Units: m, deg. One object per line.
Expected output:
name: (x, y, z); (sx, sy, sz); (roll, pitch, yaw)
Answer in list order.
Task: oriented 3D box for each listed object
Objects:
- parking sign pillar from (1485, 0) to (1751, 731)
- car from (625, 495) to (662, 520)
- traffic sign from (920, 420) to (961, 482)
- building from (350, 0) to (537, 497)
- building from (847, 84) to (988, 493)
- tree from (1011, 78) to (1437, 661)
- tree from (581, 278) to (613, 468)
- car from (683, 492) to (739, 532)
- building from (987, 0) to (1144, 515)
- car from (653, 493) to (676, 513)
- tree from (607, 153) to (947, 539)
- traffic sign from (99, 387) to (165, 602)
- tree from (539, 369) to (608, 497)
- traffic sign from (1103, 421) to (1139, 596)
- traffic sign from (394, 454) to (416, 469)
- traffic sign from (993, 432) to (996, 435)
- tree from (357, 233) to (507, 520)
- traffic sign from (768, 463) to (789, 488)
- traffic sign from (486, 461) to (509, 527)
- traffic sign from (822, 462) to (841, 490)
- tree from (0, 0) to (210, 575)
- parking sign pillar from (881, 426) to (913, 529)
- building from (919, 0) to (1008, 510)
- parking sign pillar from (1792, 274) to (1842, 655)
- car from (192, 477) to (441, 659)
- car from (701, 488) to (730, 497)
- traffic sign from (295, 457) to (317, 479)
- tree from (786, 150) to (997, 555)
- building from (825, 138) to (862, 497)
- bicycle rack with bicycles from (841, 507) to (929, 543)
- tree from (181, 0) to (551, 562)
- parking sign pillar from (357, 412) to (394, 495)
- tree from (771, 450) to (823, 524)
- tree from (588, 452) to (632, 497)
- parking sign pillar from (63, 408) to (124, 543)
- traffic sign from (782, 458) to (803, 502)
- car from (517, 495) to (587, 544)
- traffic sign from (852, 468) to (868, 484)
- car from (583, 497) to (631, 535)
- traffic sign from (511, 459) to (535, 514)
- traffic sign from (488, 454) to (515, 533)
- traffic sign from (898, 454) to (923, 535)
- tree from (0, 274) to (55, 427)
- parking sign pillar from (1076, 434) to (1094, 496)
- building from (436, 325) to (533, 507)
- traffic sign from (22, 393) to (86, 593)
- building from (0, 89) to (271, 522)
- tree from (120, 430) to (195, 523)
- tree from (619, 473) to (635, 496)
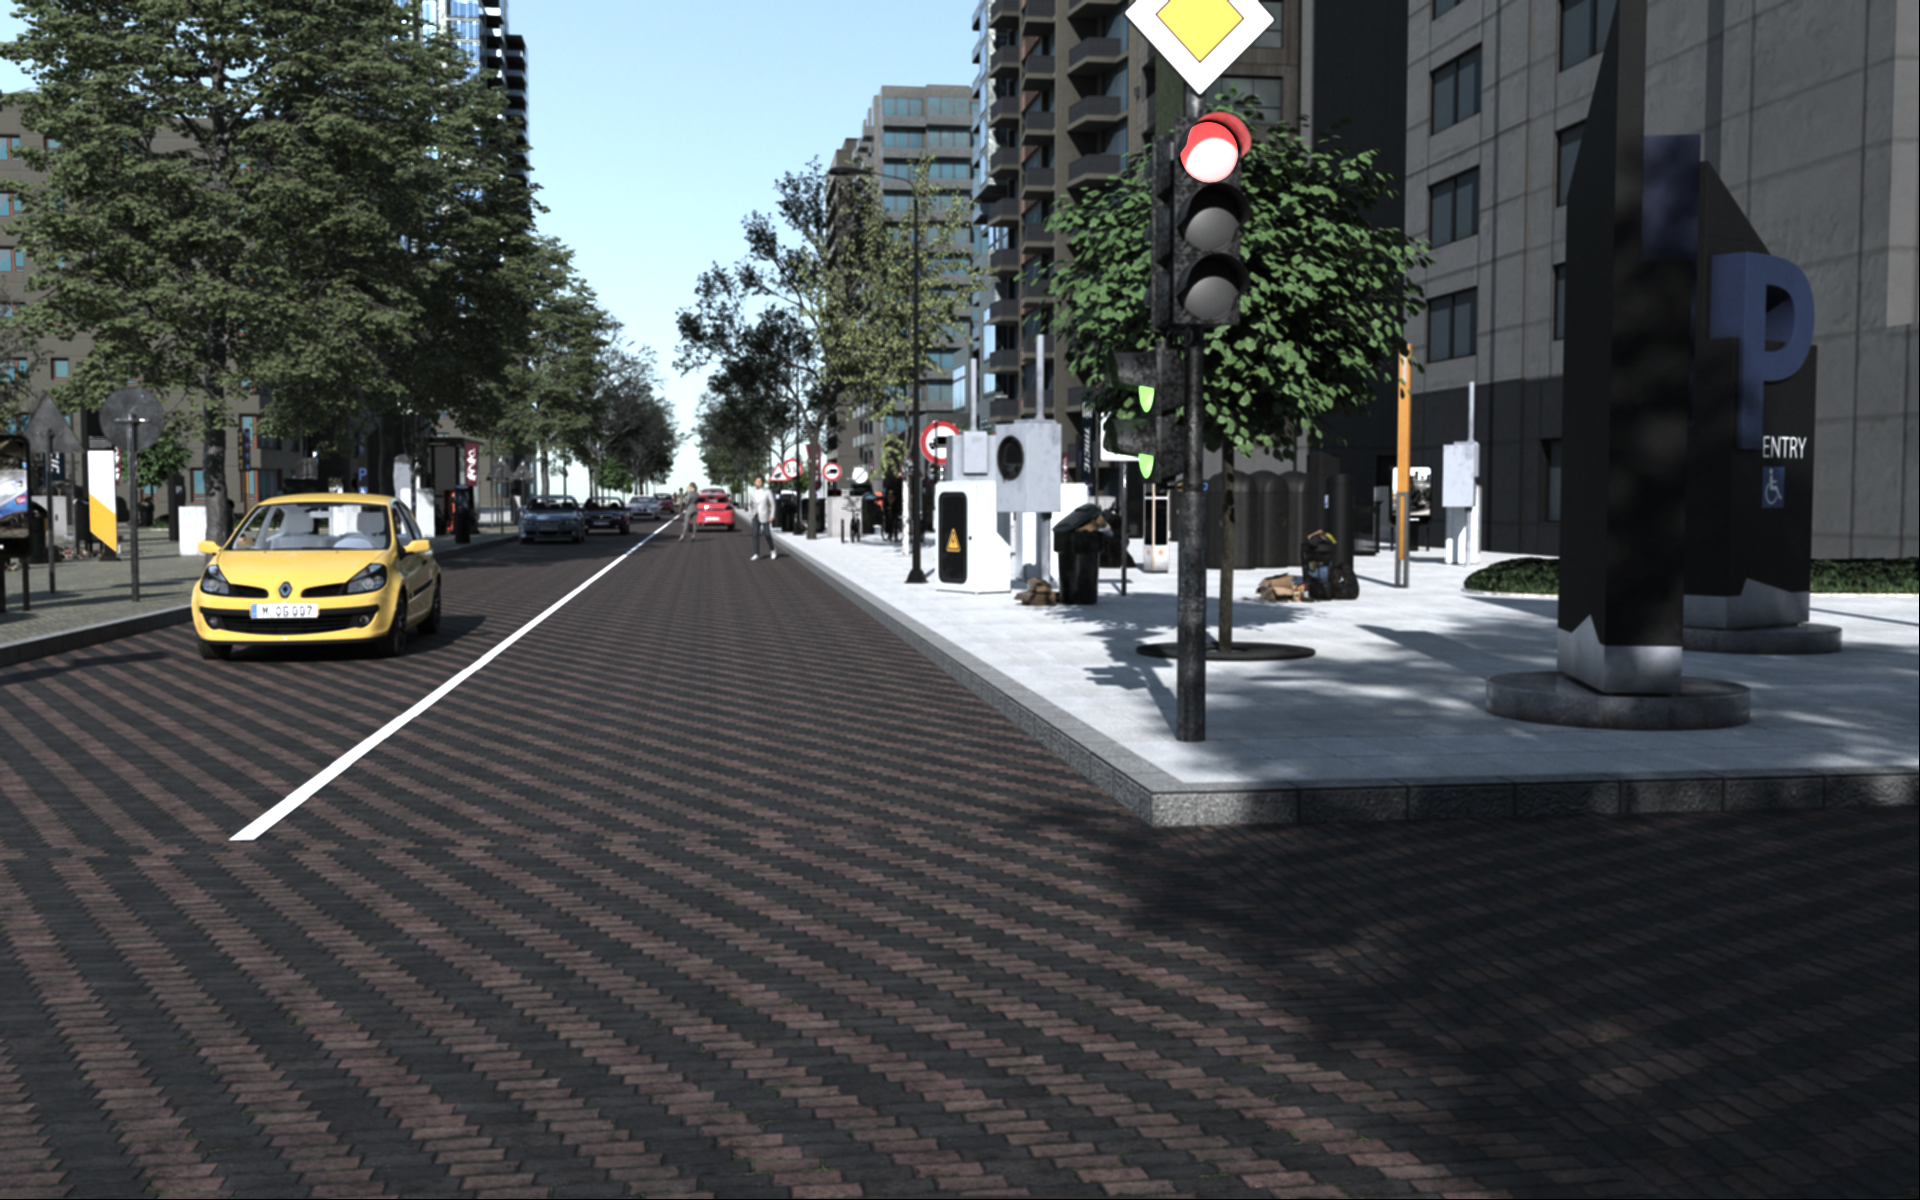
parking sign pillar: (3.818, -1.316, 9.983); (1.447, 3.967, 1.447); (1, 4, 8)
car: (-18.000, -5.270, 98.520); (2.083, 1.381, 4.827); (-1, 4, -9)
traffic sign: (-0.316, -1.824, 29.934); (0.768, 2.556, 0.104); (0, 4, -4)
building: (-64.784, -55.368, 217.942); (22.319, 86.520, 31.000); (-1, 4, -8)
building: (-1.091, -35.924, 206.961); (23.786, 49.044, 30.456); (-1, 4, -8)
tree: (2.058, -1.844, 13.868); (4.285, 4.588, 4.351); (0, 3, 0)
tree: (-18.662, -9.664, 76.136); (7.486, 12.596, 7.792); (0, 3, 0)
car: (-9.625, -3.544, 66.980); (2.155, 1.783, 4.494); (-1, 4, -9)
building: (13.461, -27.385, 102.366); (22.147, 44.769, 28.867); (-1, 4, -8)
car: (-22.338, -7.384, 129.770); (2.155, 1.783, 4.494); (0, 4, -7)
tree: (-4.289, -6.978, 48.496); (8.767, 10.594, 7.601); (1, 4, 8)
traffic sign: (-9.828, -1.252, 20.575); (0.768, 2.556, 0.104); (0, 4, -2)
tree: (-25.464, -11.364, 120.214); (8.767, 10.594, 7.601); (0, 4, 8)
traffic sign: (2.057, -1.196, 21.689); (0.606, 2.300, 0.079); (0, 4, -5)
traffic sign: (-17.696, -3.364, 55.102); (0.768, 2.556, 0.104); (0, 4, -2)
traffic sign: (0.917, -2.014, 33.035); (0.768, 2.556, 0.104); (0, 4, -4)
tree: (-14.307, -5.844, 45.908); (4.360, 8.622, 3.978); (0, 3, 0)
traffic sign: (-7.553, -4.409, 72.098); (0.884, 2.594, 0.081); (0, 4, -5)
traffic sign: (-18.075, -4.140, 67.685); (0.884, 2.594, 0.081); (0, 4, -4)
traffic sign: (-5.098, -4.208, 68.911); (0.768, 2.556, 0.104); (0, 4, -4)
tree: (-11.728, -6.708, 27.798); (7.486, 12.596, 7.792); (0, 3, 0)
parking sign pillar: (-2.169, -4.601, 63.700); (1.447, 3.967, 1.447); (-2, 4, -24)
building: (9.213, -50.075, 131.405); (22.319, 86.520, 31.000); (-1, 4, -8)
parking sign pillar: (6.592, -1.587, 14.421); (1.447, 3.967, 1.447); (-3, 4, -36)
car: (-5.967, -0.374, 16.335); (2.015, 1.641, 3.980); (-1, 4, -10)
car: (-16.656, -6.624, 116.971); (2.281, 1.827, 5.304); (0, 4, -7)
traffic sign: (-18.137, -2.810, 48.070); (0.606, 2.300, 0.079); (0, 4, -3)
tree: (-1.388, -5.268, 36.492); (4.737, 8.622, 4.395); (0, 3, 0)
building: (-6.661, -37.268, 233.034); (21.300, 48.544, 21.600); (-1, 4, -8)
bicycle rack with bicycles: (-2.110, -2.000, 46.089); (2.852, 0.926, 2.925); (0, 4, -3)
tree: (-12.542, -7.390, 38.958); (7.486, 12.596, 7.792); (0, 3, 0)
parking sign pillar: (-18.921, -4.139, 56.146); (1.447, 3.967, 1.447); (1, 4, 21)
tree: (-7.024, -4.928, 75.178); (1.663, 3.219, 1.824); (0, 3, 0)
tree: (-27.430, -9.305, 135.857); (4.285, 4.588, 4.351); (0, 3, 0)
parking sign pillar: (-23.115, -3.524, 46.082); (1.447, 3.967, 1.447); (-2, 4, -26)
traffic sign: (-5.952, -3.761, 61.599); (0.768, 2.556, 0.104); (0, 4, -8)
car: (-12.119, -2.419, 51.549); (2.014, 1.417, 4.499); (-1, 4, -10)
traffic sign: (-4.806, -5.083, 83.215); (0.768, 2.556, 0.104); (0, 4, -8)
car: (-12.690, -3.003, 61.675); (1.945, 1.354, 3.894); (-1, 4, -9)
traffic sign: (-16.192, -3.924, 64.153); (0.884, 2.594, 0.081); (0, 4, -7)
traffic sign: (-14.921, -3.448, 56.372); (0.884, 2.594, 0.081); (0, 4, -2)
traffic sign: (-1.582, -3.292, 53.829); (0.884, 2.594, 0.081); (0, 4, -7)
tree: (-32.295, -6.534, 57.198); (4.360, 8.622, 3.978); (0, 3, 0)
parking sign pillar: (5.664, -5.511, 78.581); (1.447, 3.967, 1.447); (2, 4, 24)
building: (-62.414, -21.048, 189.173); (27.650, 21.520, 28.899); (-1, 4, -8)
traffic sign: (-11.719, -1.363, 22.293); (0.884, 2.594, 0.081); (0, 4, -8)
building: (-48.299, -15.131, 92.432); (27.650, 21.520, 28.899); (-1, 4, -8)
tree: (-33.786, -5.421, 72.347); (4.285, 4.588, 4.351); (0, 3, 0)
tree: (-29.720, -9.831, 155.334); (1.663, 3.219, 1.824); (0, 3, 0)
